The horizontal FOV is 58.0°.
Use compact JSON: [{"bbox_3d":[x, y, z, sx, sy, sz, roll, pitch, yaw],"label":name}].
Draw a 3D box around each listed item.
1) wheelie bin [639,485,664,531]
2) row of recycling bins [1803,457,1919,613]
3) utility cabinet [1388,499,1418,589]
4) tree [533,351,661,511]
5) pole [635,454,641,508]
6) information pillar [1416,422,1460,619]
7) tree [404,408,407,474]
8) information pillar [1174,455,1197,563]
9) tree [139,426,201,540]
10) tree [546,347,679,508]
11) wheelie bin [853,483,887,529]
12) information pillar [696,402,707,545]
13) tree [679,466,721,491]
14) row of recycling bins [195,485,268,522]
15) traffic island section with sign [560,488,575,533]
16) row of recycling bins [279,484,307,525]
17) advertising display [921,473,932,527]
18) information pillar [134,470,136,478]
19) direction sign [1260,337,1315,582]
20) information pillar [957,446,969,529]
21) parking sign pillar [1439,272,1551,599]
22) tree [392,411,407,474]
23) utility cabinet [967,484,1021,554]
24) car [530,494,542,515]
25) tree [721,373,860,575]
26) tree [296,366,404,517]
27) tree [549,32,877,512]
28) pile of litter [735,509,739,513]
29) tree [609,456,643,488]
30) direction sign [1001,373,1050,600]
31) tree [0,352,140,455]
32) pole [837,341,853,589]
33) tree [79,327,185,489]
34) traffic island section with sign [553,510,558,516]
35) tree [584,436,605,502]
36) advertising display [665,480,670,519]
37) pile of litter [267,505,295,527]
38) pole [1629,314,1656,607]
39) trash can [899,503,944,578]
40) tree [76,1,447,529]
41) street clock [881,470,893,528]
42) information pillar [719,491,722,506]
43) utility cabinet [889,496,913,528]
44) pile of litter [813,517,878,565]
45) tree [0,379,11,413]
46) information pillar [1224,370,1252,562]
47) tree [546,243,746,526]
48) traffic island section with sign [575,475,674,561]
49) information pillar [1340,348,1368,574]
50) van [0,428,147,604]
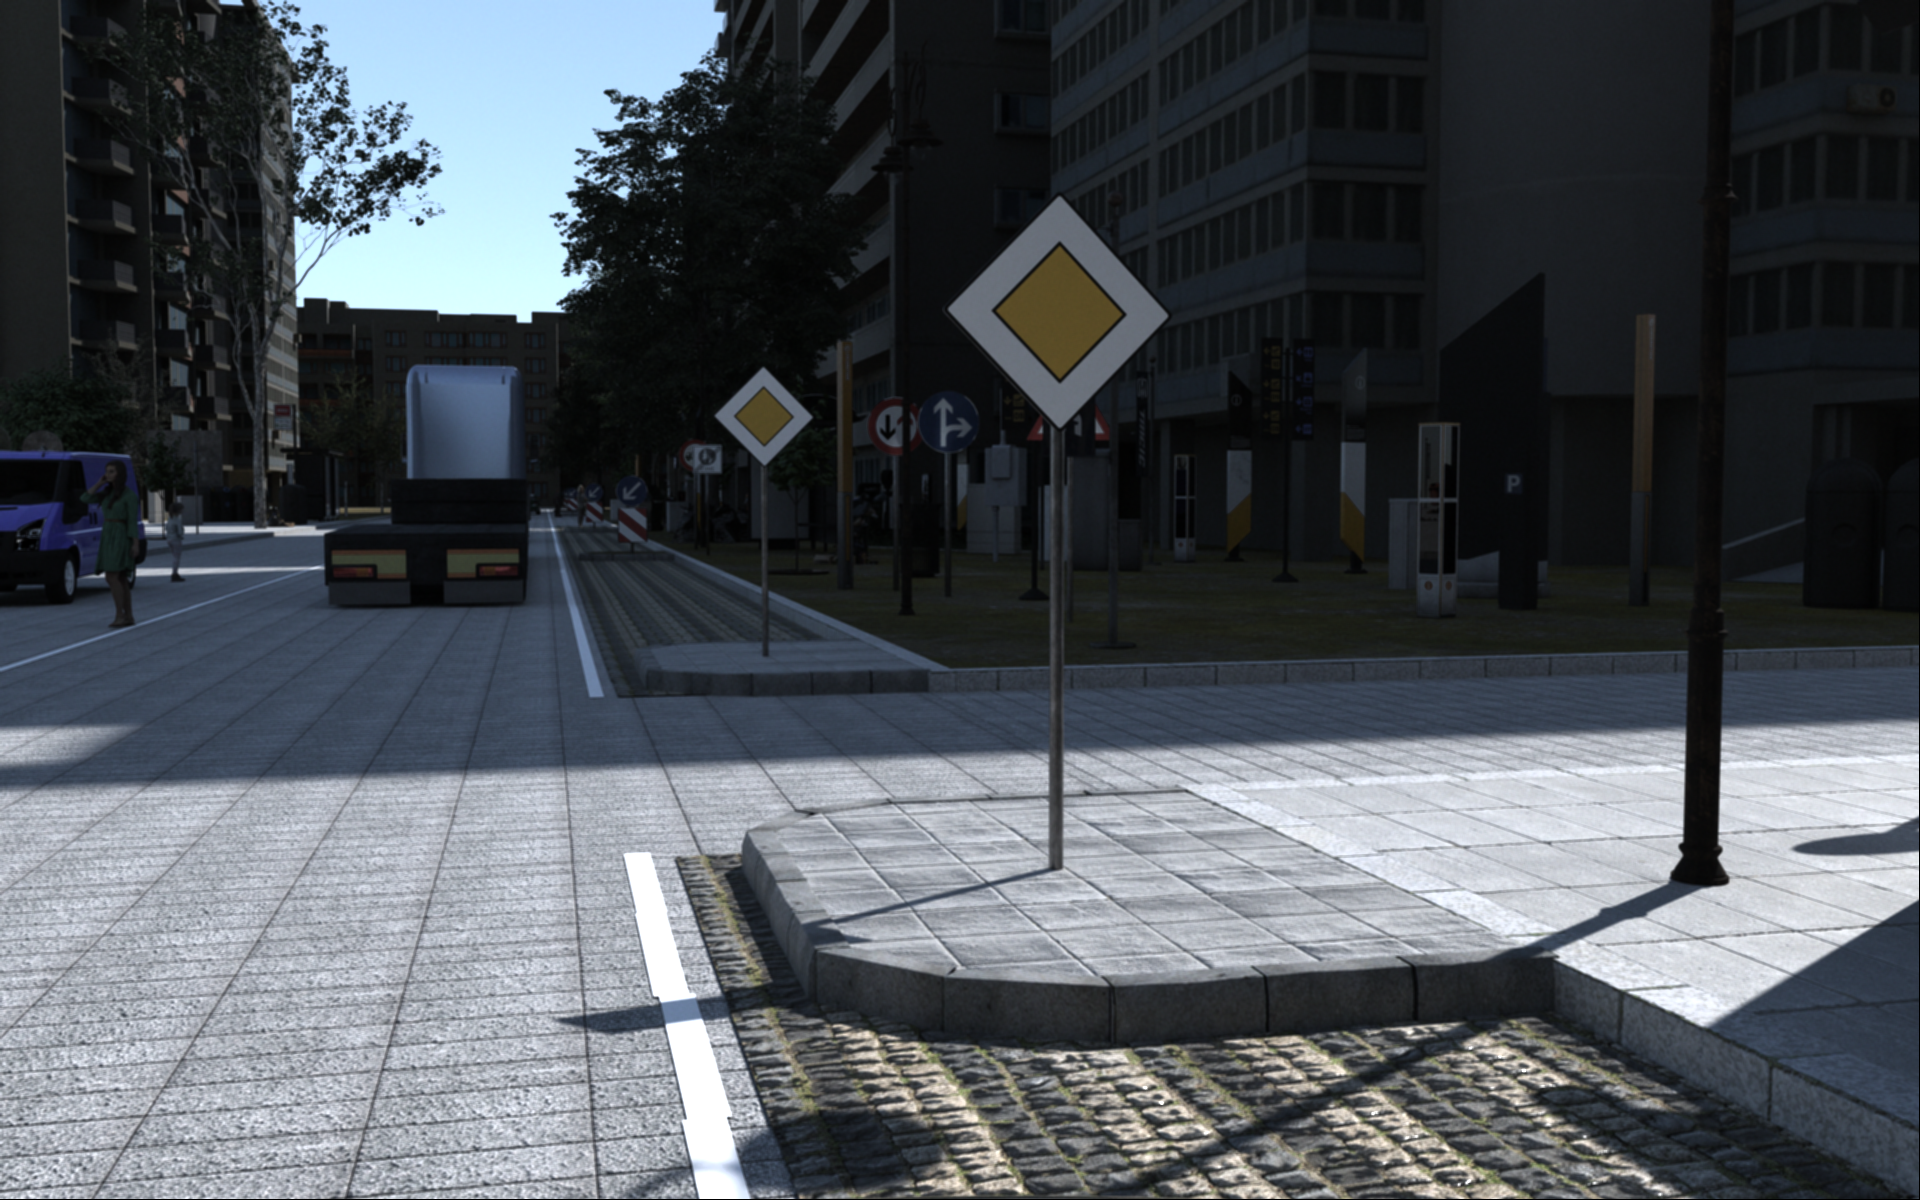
[{"bbox_3d":[-10.706,-3.179,59.878,0.693,1.594,0.980,2,4,30],"label":"wheelie bin"},{"bbox_3d":[10.959,-0.707,18.677,1.069,1.692,3.534,-3,5,-44],"label":"row of recycling bins"},{"bbox_3d":[6.218,-0.772,23.782,0.306,1.237,1.020,3,4,36],"label":"utility cabinet"},{"bbox_3d":[-27.610,-13.137,131.793,9.611,12.733,9.660,0,3,0],"label":"tree"},{"bbox_3d":[-11.612,-4.203,62.566,0.158,3.312,0.155,0,3,0],"label":"pole"},{"bbox_3d":[4.952,-0.823,17.951,0.304,2.012,0.304,-3,5,-40],"label":"information pillar"},{"bbox_3d":[-38.903,-10.178,116.780,4.737,8.622,4.395,0,3,0],"label":"tree"},{"bbox_3d":[4.215,-1.710,32.444,0.304,2.012,0.304,3,4,38],"label":"information pillar"},{"bbox_3d":[-22.558,-3.315,48.805,1.663,3.219,1.824,0,3,0],"label":"tree"},{"bbox_3d":[-19.726,-10.233,101.723,7.601,10.594,8.767,2,4,29],"label":"tree"},{"bbox_3d":[-2.496,-2.491,48.638,0.980,1.594,0.693,-1,4,-20],"label":"wheelie bin"},{"bbox_3d":[-6.567,-3.211,43.859,0.183,3.616,0.504,1,4,9],"label":"information pillar"},{"bbox_3d":[-7.978,-3.766,56.176,1.663,3.219,1.824,0,3,0],"label":"tree"},{"bbox_3d":[-33.664,-4.455,79.952,1.069,1.692,3.534,2,4,32],"label":"row of recycling bins"},{"bbox_3d":[-13.773,-3.423,64.599,1.989,1.847,2.006,-1,4,-13],"label":"traffic island section with sign"},{"bbox_3d":[-28.231,-4.054,73.388,1.069,1.692,3.534,-1,4,-16],"label":"row of recycling bins"},{"bbox_3d":[-1.018,-2.925,53.044,0.123,1.923,0.974,-1,4,-14],"label":"advertising display"},{"bbox_3d":[-24.841,-2.895,51.826,0.304,2.012,0.304,-1,4,-10],"label":"information pillar"},{"bbox_3d":[4.761,-2.034,25.250,0.876,3.537,0.379,-1,4,-20],"label":"direction sign"},{"bbox_3d":[0.083,-3.478,48.223,0.183,3.616,0.504,-2,4,-35],"label":"information pillar"},{"bbox_3d":[6.693,-2.034,21.725,1.447,3.967,1.447,3,5,41],"label":"parking sign pillar"},{"bbox_3d":[-46.382,-12.052,147.406,4.360,8.622,3.978,0,3,0],"label":"tree"},{"bbox_3d":[0.723,-1.715,36.720,1.173,1.500,0.318,2,4,31],"label":"utility cabinet"},{"bbox_3d":[-30.420,-6.716,121.599,2.131,1.459,4.920,-1,4,-12],"label":"car"},{"bbox_3d":[-2.628,-2.022,27.665,1.663,3.219,1.824,0,3,0],"label":"tree"},{"bbox_3d":[-35.351,-9.084,98.890,4.737,8.622,4.395,0,3,0],"label":"tree"},{"bbox_3d":[-7.199,-8.722,49.262,9.857,13.997,8.962,0,3,0],"label":"tree"},{"bbox_3d":[-7.040,-2.432,53.723,1.176,0.858,1.719,-1,4,-16],"label":"pile of litter"},{"bbox_3d":[-15.176,-5.157,78.924,1.663,3.219,1.824,0,3,0],"label":"tree"},{"bbox_3d":[0.905,-1.771,20.957,0.876,3.537,0.379,2,4,25],"label":"direction sign"},{"bbox_3d":[-20.737,-3.443,40.001,4.285,4.588,4.351,0,3,0],"label":"tree"},{"bbox_3d":[-1.546,-1.800,23.280,0.158,3.312,0.155,0,3,0],"label":"pole"},{"bbox_3d":[-37.196,-7.783,77.607,4.360,8.622,3.978,0,3,0],"label":"tree"},{"bbox_3d":[-25.321,-6.363,112.659,1.989,1.847,2.006,-1,4,-13],"label":"traffic island section with sign"},{"bbox_3d":[-31.939,-12.229,150.301,4.360,8.622,3.978,0,3,0],"label":"tree"},{"bbox_3d":[-13.399,-4.536,79.381,0.123,1.923,0.974,0,4,-1],"label":"advertising display"},{"bbox_3d":[-26.733,-3.307,68.031,1.176,0.858,1.719,-1,4,-20],"label":"pile of litter"},{"bbox_3d":[7.782,-1.584,19.749,0.158,3.312,0.155,0,3,0],"label":"pole"},{"bbox_3d":[-0.618,-0.920,26.693,0.748,1.137,0.748,0,3,0],"label":"trash can"},{"bbox_3d":[-25.124,-12.787,64.957,12.611,20.169,13.585,0,3,0],"label":"tree"},{"bbox_3d":[-2.146,-2.858,51.294,0.358,2.002,0.471,2,4,23],"label":"street clock"},{"bbox_3d":[-12.260,-5.881,87.506,0.504,3.616,0.183,2,4,27],"label":"information pillar"},{"bbox_3d":[-1.696,-2.369,49.889,0.306,1.237,1.020,2,4,23],"label":"utility cabinet"},{"bbox_3d":[-2.123,-1.097,31.898,1.176,0.858,1.719,-1,4,-13],"label":"pile of litter"},{"bbox_3d":[-44.677,-7.740,76.909,4.360,8.622,3.978,0,3,0],"label":"tree"},{"bbox_3d":[5.297,-2.542,32.917,0.504,3.616,0.183,-1,4,-18],"label":"information pillar"},{"bbox_3d":[-12.286,-8.841,70.305,9.928,11.665,9.643,0,3,0],"label":"tree"},{"bbox_3d":[-7.269,-1.774,37.637,1.989,1.847,2.006,-1,4,-13],"label":"traffic island section with sign"},{"bbox_3d":[6.329,-2.231,27.826,0.504,3.616,0.183,-2,4,-33],"label":"information pillar"},{"bbox_3d":[-12.917,-1.204,24.063,2.240,2.365,5.245,-1,4,-13],"label":"van"}]
